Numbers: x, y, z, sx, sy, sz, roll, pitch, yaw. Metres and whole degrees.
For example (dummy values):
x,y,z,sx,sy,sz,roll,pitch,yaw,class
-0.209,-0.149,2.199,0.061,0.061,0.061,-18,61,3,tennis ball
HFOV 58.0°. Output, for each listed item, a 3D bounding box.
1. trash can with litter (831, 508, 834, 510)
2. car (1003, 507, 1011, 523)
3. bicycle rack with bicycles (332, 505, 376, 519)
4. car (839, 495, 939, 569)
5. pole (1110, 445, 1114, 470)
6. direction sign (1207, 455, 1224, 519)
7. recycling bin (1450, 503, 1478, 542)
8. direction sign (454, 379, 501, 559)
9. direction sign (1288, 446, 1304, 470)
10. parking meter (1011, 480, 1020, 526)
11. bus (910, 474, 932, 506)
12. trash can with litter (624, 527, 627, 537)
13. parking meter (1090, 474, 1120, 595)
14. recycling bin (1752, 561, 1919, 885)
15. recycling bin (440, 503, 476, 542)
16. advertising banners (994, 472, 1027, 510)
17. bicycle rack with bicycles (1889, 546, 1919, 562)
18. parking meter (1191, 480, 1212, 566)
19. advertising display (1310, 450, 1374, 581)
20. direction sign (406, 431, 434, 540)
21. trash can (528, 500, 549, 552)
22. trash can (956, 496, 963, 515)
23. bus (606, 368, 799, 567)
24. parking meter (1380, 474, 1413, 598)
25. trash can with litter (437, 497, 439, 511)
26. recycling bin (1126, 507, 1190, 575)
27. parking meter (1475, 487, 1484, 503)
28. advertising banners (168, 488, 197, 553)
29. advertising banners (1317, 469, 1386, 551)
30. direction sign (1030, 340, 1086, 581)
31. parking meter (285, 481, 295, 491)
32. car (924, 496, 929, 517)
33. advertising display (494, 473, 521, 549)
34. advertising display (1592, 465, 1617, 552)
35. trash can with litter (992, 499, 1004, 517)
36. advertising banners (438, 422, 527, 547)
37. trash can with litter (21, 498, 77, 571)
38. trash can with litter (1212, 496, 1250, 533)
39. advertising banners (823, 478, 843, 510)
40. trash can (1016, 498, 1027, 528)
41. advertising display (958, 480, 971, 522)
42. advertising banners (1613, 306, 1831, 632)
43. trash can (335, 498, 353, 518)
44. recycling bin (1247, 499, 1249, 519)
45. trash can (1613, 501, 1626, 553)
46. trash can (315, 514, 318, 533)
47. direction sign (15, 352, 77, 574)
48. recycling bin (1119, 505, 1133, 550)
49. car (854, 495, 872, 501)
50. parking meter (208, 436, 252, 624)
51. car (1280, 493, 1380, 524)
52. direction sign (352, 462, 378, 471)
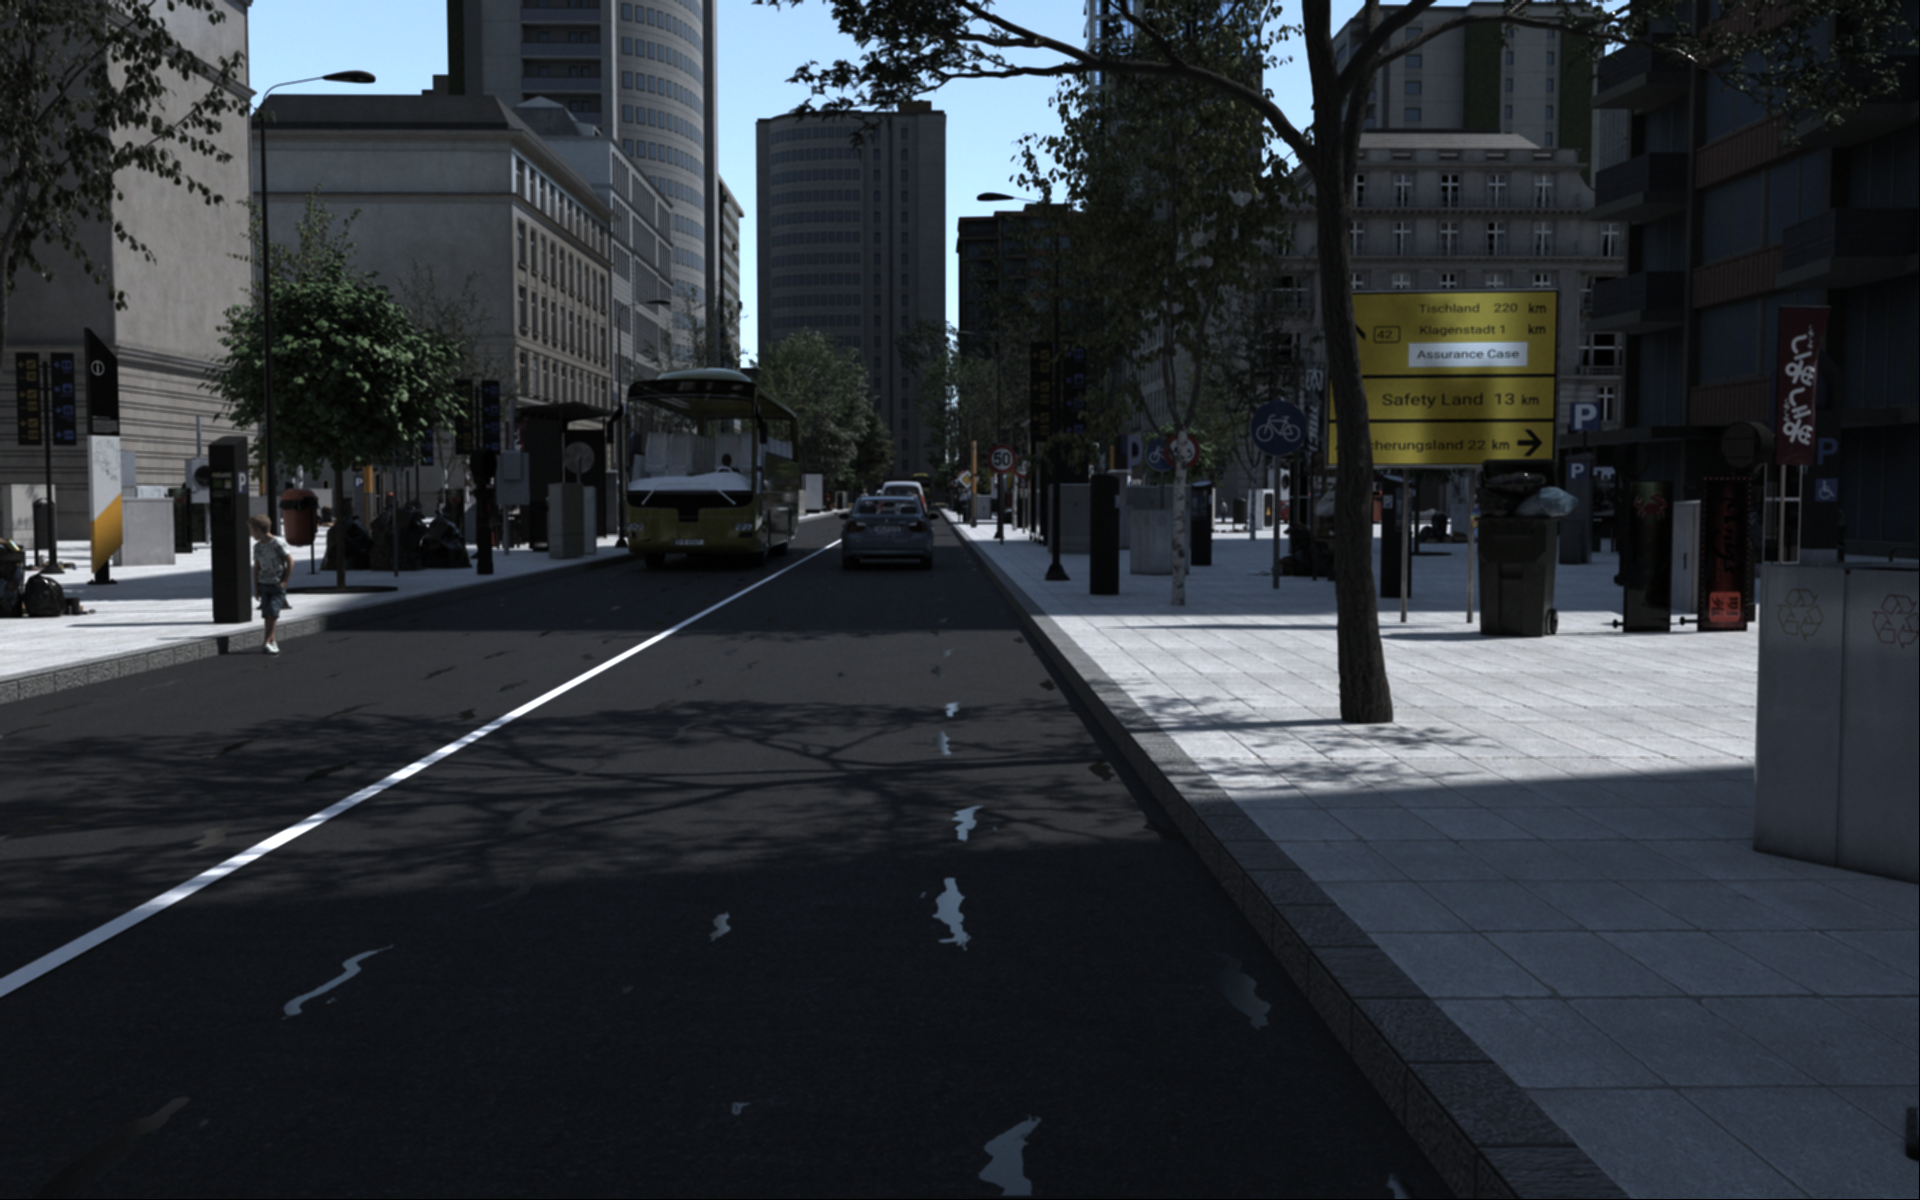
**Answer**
x,y,z,sx,sy,sz,roll,pitch,yaw,class
-10.811,-7.737,137.553,2.233,1.210,1.678,3,4,39,trash can with litter
3.951,-4.146,77.570,4.222,1.686,2.009,0,3,0,car
-28.056,-4.149,81.219,2.925,0.926,2.852,-1,4,-10,bicycle rack with bicycles
-1.415,-1.366,34.333,2.014,1.417,4.499,0,4,-1,car
6.337,-4.780,71.997,0.158,3.312,0.155,0,3,0,pole
13.407,-6.054,90.987,0.876,3.537,0.379,2,4,27,direction sign
13.657,-2.090,46.723,0.722,1.027,0.722,2,4,25,recycling bin
-9.574,-2.595,34.426,0.876,3.537,0.379,-2,4,-27,direction sign
16.042,-5.526,82.345,0.876,3.537,0.379,1,4,11,direction sign
2.231,-3.912,69.670,0.255,1.863,0.399,-1,4,-13,parking meter
-4.735,-13.210,207.526,2.896,3.916,12.252,0,4,-1,bus
-9.582,-2.451,51.464,1.055,1.170,0.624,-1,4,-12,trash can with litter
1.849,-0.840,22.140,0.372,1.533,0.369,0,3,0,parking meter
3.323,0.396,6.078,0.722,1.027,0.722,-2,4,-29,recycling bin
-13.518,-2.089,46.703,0.722,1.027,0.722,2,4,30,recycling bin
2.388,-5.396,84.418,2.074,3.025,0.090,-3,4,-37,advertising banners
13.250,-0.529,22.035,2.852,0.926,2.925,-1,4,-11,bicycle rack with bicycles
4.339,-1.390,31.132,0.372,1.533,0.369,0,3,0,parking meter
5.600,-1.237,25.438,0.974,1.923,0.123,3,5,41,advertising display
-15.025,-3.422,47.948,0.876,3.537,0.379,-1,4,-12,direction sign
-9.317,-1.652,38.668,0.748,1.137,0.748,0,3,0,trash can
0.100,-5.904,108.186,0.748,1.137,0.748,0,3,0,trash can
-5.125,-2.805,37.403,2.896,3.916,12.252,0,4,-2,bus
5.418,-0.800,21.493,0.372,1.533,0.369,0,3,0,parking meter
-23.561,-4.169,79.557,1.055,1.170,0.624,3,5,41,trash can with litter
3.194,-0.927,27.716,0.722,1.027,0.722,-2,4,-25,recycling bin
19.296,-3.424,64.391,0.372,1.533,0.369,0,3,0,parking meter
-17.602,-2.515,37.308,2.074,3.025,0.090,-1,4,-14,advertising banners
8.890,-2.635,39.263,2.074,3.025,0.090,-1,4,-22,advertising banners
1.455,-2.064,25.750,0.876,3.537,0.379,2,4,24,direction sign
-30.638,-4.500,79.279,0.399,1.863,0.255,0,4,-8,parking meter
-2.579,-5.274,96.023,2.009,1.686,4.222,0,3,0,car
-10.623,-2.169,40.675,0.123,1.923,0.974,1,4,18,advertising display
14.023,-2.029,38.381,0.974,1.923,0.123,1,4,19,advertising display
3.093,-5.474,100.560,2.233,1.210,1.678,1,4,21,trash can with litter
-11.501,-2.796,41.909,2.074,3.025,0.090,0,4,-3,advertising banners
-15.835,-1.117,29.323,1.678,1.210,2.233,0,4,5,trash can with litter
8.946,-2.853,57.700,2.233,1.210,1.678,-2,4,-24,trash can with litter
-10.486,-8.847,140.834,2.074,3.025,0.090,-1,4,-10,advertising banners
2.353,-3.282,65.315,0.748,1.137,0.748,0,3,0,trash can
0.303,-4.539,79.419,0.974,1.923,0.123,3,4,38,advertising display
7.102,-1.219,16.112,2.074,3.025,0.090,0,4,-8,advertising banners
-24.804,-3.552,69.732,0.748,1.137,0.748,0,3,0,trash can
14.943,-4.601,87.779,0.722,1.027,0.722,-1,4,-21,recycling bin
14.178,-1.527,36.622,0.748,1.137,0.748,0,3,0,trash can
-20.378,-2.592,54.040,0.748,1.137,0.748,0,3,0,trash can
-14.639,-2.190,27.808,0.876,3.537,0.379,0,4,-7,direction sign
3.531,-1.694,40.244,0.722,1.027,0.722,3,5,41,recycling bin
-7.651,-7.896,141.671,1.945,1.354,3.894,0,4,-2,car
-7.262,-0.705,17.234,0.255,1.863,0.399,0,4,1,parking meter
16.117,-4.081,75.757,4.494,1.783,2.155,0,4,-1,car
-20.405,-4.122,59.388,0.876,3.537,0.379,0,4,0,direction sign
